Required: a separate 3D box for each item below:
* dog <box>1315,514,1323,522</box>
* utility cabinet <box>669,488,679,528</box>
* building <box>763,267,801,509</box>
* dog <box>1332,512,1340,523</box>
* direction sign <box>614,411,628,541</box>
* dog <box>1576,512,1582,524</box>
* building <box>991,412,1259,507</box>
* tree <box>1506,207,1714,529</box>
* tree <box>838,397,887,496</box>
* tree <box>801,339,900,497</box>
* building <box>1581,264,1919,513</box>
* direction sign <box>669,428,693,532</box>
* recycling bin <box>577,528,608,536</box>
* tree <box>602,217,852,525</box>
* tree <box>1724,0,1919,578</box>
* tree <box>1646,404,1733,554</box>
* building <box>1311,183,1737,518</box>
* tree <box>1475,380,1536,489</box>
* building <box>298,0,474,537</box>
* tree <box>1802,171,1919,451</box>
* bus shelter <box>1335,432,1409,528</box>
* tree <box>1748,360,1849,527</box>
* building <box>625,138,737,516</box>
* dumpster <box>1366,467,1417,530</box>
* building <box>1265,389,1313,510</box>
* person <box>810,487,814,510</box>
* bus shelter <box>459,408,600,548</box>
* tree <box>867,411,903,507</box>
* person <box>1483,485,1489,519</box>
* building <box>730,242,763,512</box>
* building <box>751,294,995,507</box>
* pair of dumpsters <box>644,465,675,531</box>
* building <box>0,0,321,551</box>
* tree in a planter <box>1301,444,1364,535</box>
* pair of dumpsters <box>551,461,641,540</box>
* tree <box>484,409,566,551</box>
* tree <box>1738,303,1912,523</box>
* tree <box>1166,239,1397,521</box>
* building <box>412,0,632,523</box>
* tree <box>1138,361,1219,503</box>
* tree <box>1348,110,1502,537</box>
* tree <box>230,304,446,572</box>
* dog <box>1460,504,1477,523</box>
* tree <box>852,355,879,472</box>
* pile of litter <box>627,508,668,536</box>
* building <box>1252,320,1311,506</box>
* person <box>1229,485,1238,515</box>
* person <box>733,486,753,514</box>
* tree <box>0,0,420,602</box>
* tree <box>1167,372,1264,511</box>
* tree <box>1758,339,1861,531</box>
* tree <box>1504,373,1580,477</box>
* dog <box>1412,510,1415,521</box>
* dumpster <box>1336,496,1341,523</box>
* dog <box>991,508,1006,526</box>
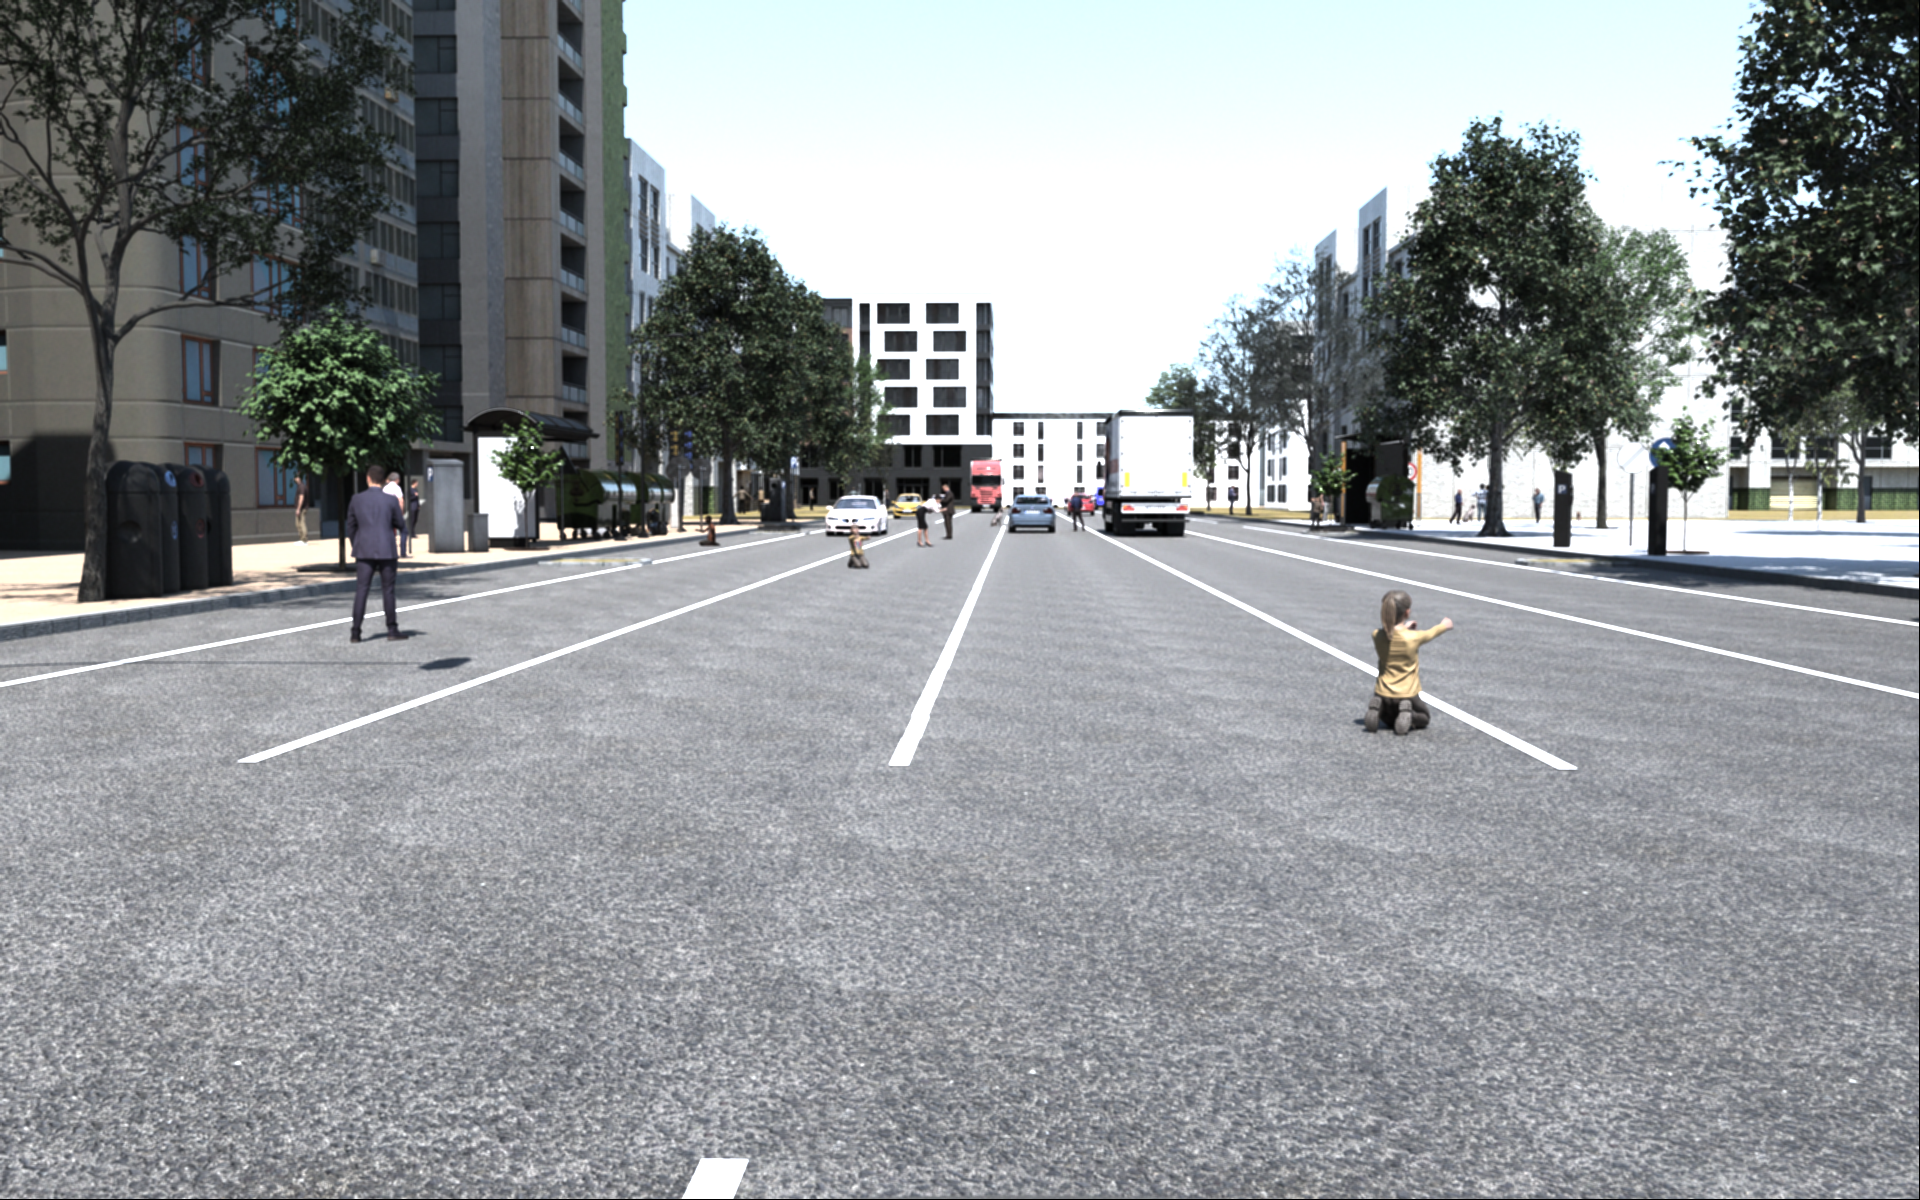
[{"bbox_3d":[16.785,-3.832,80.396,0.550,0.427,0.748,0,4,4],"label":"dog"},{"bbox_3d":[-10.681,-3.428,64.729,0.318,1.500,1.173,-1,4,-13],"label":"utility cabinet"},{"bbox_3d":[-19.809,-17.731,146.318,11.380,20.091,16.016,0,4,2],"label":"building"},{"bbox_3d":[16.784,-3.661,76.687,0.540,0.507,0.406,0,4,4],"label":"dog"},{"bbox_3d":[-9.311,-3.389,47.413,0.379,3.537,0.876,-2,4,-24],"label":"direction sign"},{"bbox_3d":[26.933,-3.582,75.395,0.406,0.507,0.540,-2,4,-24],"label":"dog"},{"bbox_3d":[17.408,-14.683,182.213,28.070,9.664,9.099,0,4,2],"label":"building"},{"bbox_3d":[23.323,-8.400,63.097,9.928,11.665,9.643,0,3,0],"label":"tree"},{"bbox_3d":[-7.288,-10.698,125.277,4.737,8.622,4.395,0,3,0],"label":"tree"},{"bbox_3d":[-7.956,-11.749,117.849,9.928,11.665,9.643,0,3,0],"label":"tree"},{"bbox_3d":[70.289,-16.901,142.789,31.486,18.905,16.747,0,4,2],"label":"building"},{"bbox_3d":[-9.542,-4.116,59.295,0.876,3.537,0.379,-3,4,-36],"label":"direction sign"},{"bbox_3d":[-11.433,-2.528,53.891,0.722,1.027,0.722,-3,5,-42],"label":"recycling bin"},{"bbox_3d":[-9.660,-9.468,71.813,9.611,12.733,9.660,0,3,0],"label":"tree"},{"bbox_3d":[15.366,-6.684,26.292,9.611,12.733,9.660,0,3,0],"label":"tree"},{"bbox_3d":[15.605,-2.620,37.443,1.663,3.219,1.824,0,3,0],"label":"tree"},{"bbox_3d":[33.042,-14.748,107.588,16.747,18.905,31.486,0,4,2],"label":"building"},{"bbox_3d":[25.776,-8.105,82.882,4.360,8.622,3.978,0,3,0],"label":"tree"},{"bbox_3d":[-32.855,-22.468,59.232,32.217,40.220,23.993,0,4,2],"label":"building"},{"bbox_3d":[28.801,-8.135,51.132,7.486,12.596,7.792,0,3,0],"label":"tree"},{"bbox_3d":[16.127,-4.691,67.980,1.731,3.624,6.357,0,4,2],"label":"bus shelter"},{"bbox_3d":[32.551,-7.163,67.473,4.737,8.622,4.395,0,3,0],"label":"tree"},{"bbox_3d":[-24.120,-14.421,102.249,16.747,18.905,31.486,0,4,2],"label":"building"},{"bbox_3d":[15.678,-3.694,62.895,1.502,2.255,1.985,0,4,2],"label":"dumpster"},{"bbox_3d":[30.842,-12.018,138.642,9.099,9.664,28.070,0,4,2],"label":"building"},{"bbox_3d":[-11.631,-7.962,136.231,0.705,1.823,1.348,0,4,3],"label":"person"},{"bbox_3d":[-10.644,-3.022,43.339,2.014,3.302,5.546,0,4,2],"label":"bus shelter"},{"bbox_3d":[-6.580,-11.952,145.771,4.360,8.622,3.978,0,3,0],"label":"tree"},{"bbox_3d":[26.963,-5.019,88.827,0.721,1.735,1.217,2,4,27],"label":"person"},{"bbox_3d":[-23.150,-16.366,124.012,16.016,20.091,11.380,0,4,2],"label":"building"},{"bbox_3d":[-12.657,-21.229,191.061,32.646,21.610,27.936,0,4,2],"label":"building"},{"bbox_3d":[-10.493,-3.313,56.663,1.574,2.255,4.437,0,4,2],"label":"pair of dumpsters"},{"bbox_3d":[-32.012,-11.518,33.363,27.650,21.520,28.899,0,4,2],"label":"building"},{"bbox_3d":[13.297,-3.964,62.029,1.991,3.239,1.994,0,4,2],"label":"tree in a planter"},{"bbox_3d":[-10.539,-2.902,49.945,1.574,2.255,4.437,0,4,2],"label":"pair of dumpsters"},{"bbox_3d":[-9.771,-2.746,39.497,1.663,3.219,1.824,0,3,0],"label":"tree"},{"bbox_3d":[39.546,-10.124,75.896,12.009,13.543,11.850,0,3,0],"label":"tree"},{"bbox_3d":[17.053,-10.595,83.592,12.009,13.543,11.850,0,3,0],"label":"tree"},{"bbox_3d":[-23.456,-24.117,77.900,14.154,41.232,14.086,0,4,2],"label":"building"},{"bbox_3d":[18.423,-14.090,148.505,7.486,12.596,7.792,0,3,0],"label":"tree"},{"bbox_3d":[16.248,-8.252,51.928,9.611,12.733,9.660,0,3,0],"label":"tree"},{"bbox_3d":[-10.449,-2.766,28.939,4.285,4.588,4.351,0,3,0],"label":"tree"},{"bbox_3d":[22.806,-3.891,78.000,0.800,0.831,0.513,3,4,37],"label":"dog"},{"bbox_3d":[-8.908,-10.477,88.306,9.611,12.733,9.660,0,3,0],"label":"tree"},{"bbox_3d":[-9.683,-2.404,53.271,1.176,0.858,1.719,3,4,37],"label":"pile of litter"},{"bbox_3d":[48.021,-19.442,184.331,31.486,18.905,16.747,0,4,2],"label":"building"},{"bbox_3d":[16.959,-6.193,107.168,0.599,1.838,0.709,0,4,-7],"label":"person"},{"bbox_3d":[-14.111,-6.492,112.192,1.348,1.823,0.705,0,4,3],"label":"person"},{"bbox_3d":[-10.021,-5.257,20.359,7.601,10.594,8.767,0,4,-5],"label":"tree"},{"bbox_3d":[18.957,-12.030,131.101,8.767,10.594,7.601,1,4,16],"label":"tree"},{"bbox_3d":[30.024,-6.737,60.515,4.360,8.622,3.978,0,3,0],"label":"tree"},{"bbox_3d":[24.794,-7.459,72.322,4.737,8.622,4.395,0,3,0],"label":"tree"},{"bbox_3d":[21.742,-4.106,83.972,0.540,0.507,0.406,-3,5,-40],"label":"dog"},{"bbox_3d":[17.147,-4.262,75.444,1.264,1.857,1.865,0,4,2],"label":"dumpster"},{"bbox_3d":[1.574,-3.701,77.356,0.800,0.831,0.513,2,4,35],"label":"dog"}]
